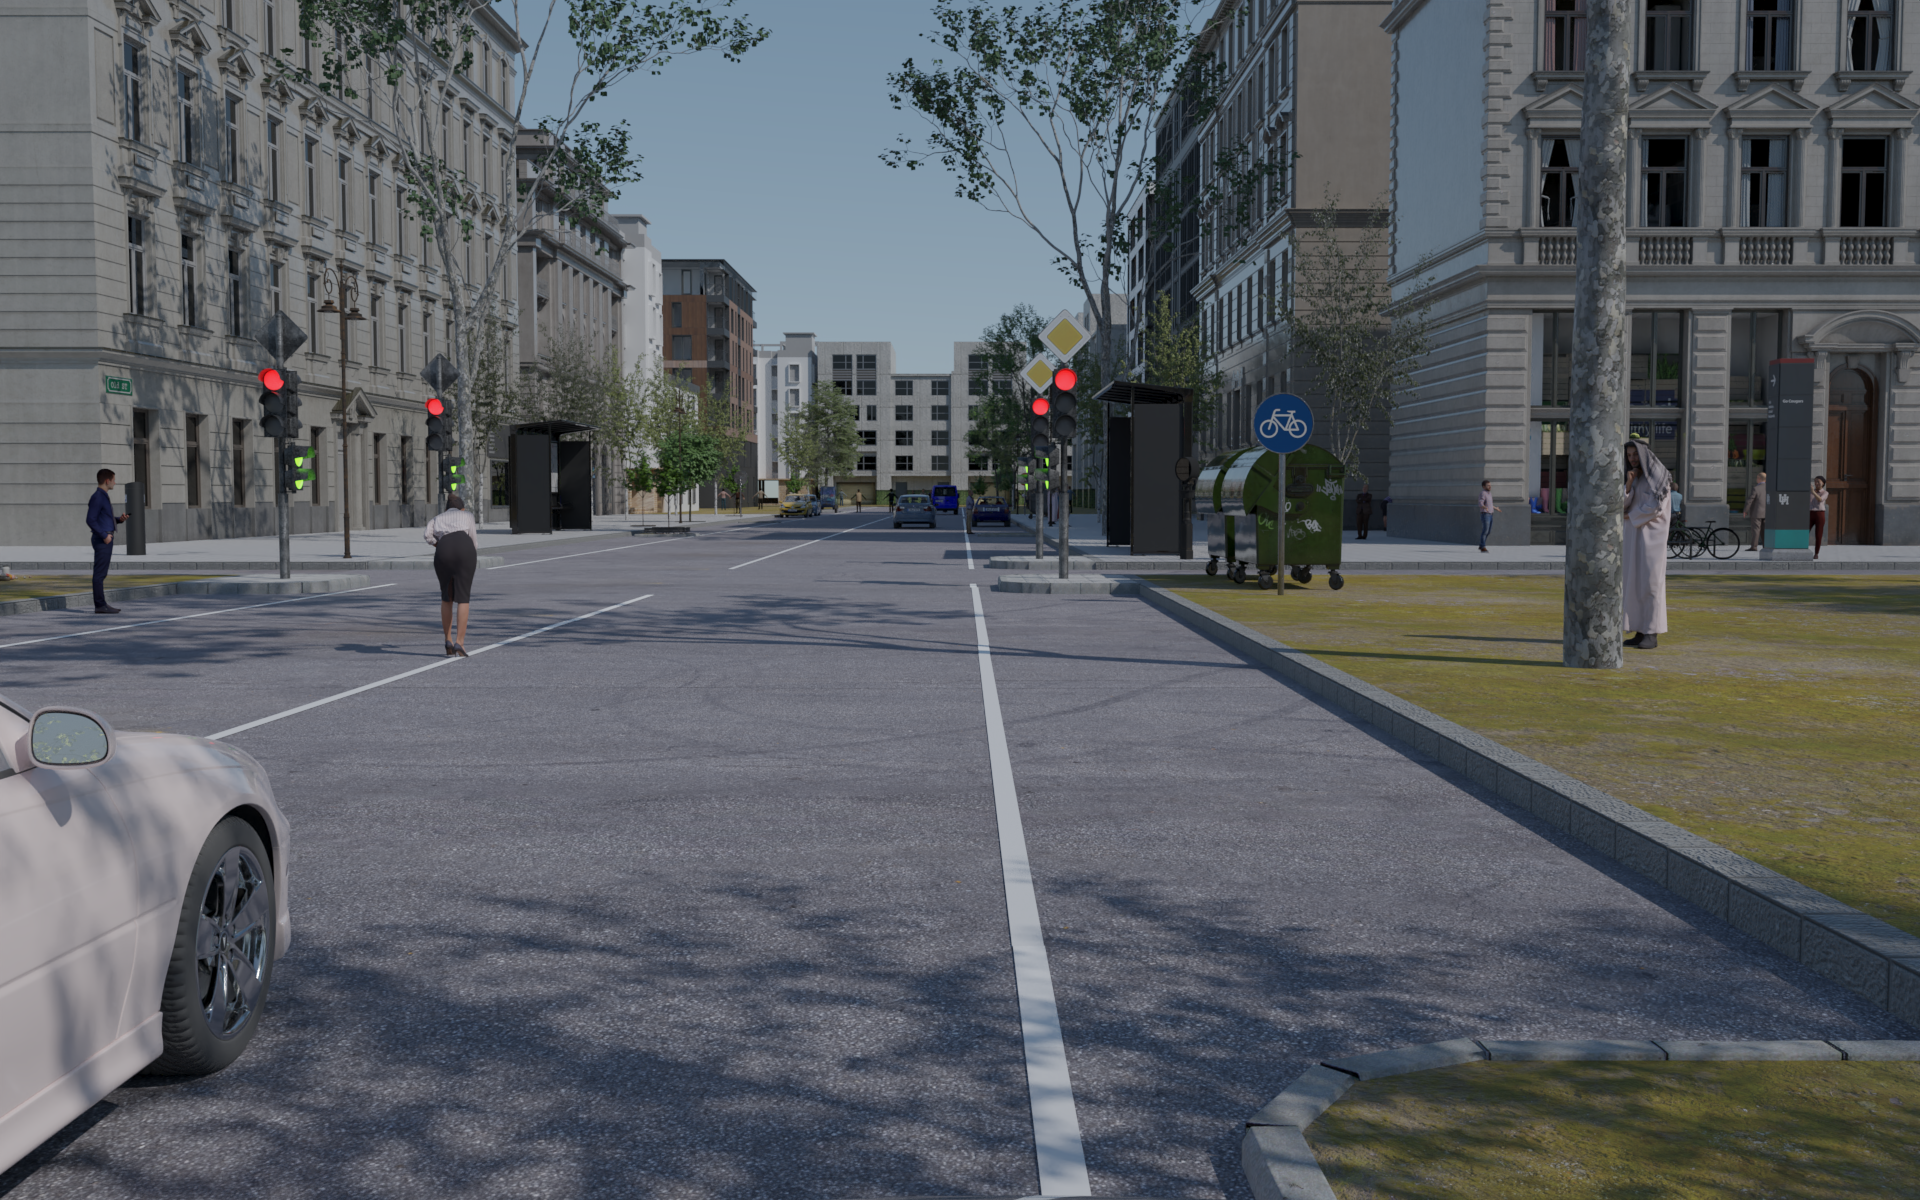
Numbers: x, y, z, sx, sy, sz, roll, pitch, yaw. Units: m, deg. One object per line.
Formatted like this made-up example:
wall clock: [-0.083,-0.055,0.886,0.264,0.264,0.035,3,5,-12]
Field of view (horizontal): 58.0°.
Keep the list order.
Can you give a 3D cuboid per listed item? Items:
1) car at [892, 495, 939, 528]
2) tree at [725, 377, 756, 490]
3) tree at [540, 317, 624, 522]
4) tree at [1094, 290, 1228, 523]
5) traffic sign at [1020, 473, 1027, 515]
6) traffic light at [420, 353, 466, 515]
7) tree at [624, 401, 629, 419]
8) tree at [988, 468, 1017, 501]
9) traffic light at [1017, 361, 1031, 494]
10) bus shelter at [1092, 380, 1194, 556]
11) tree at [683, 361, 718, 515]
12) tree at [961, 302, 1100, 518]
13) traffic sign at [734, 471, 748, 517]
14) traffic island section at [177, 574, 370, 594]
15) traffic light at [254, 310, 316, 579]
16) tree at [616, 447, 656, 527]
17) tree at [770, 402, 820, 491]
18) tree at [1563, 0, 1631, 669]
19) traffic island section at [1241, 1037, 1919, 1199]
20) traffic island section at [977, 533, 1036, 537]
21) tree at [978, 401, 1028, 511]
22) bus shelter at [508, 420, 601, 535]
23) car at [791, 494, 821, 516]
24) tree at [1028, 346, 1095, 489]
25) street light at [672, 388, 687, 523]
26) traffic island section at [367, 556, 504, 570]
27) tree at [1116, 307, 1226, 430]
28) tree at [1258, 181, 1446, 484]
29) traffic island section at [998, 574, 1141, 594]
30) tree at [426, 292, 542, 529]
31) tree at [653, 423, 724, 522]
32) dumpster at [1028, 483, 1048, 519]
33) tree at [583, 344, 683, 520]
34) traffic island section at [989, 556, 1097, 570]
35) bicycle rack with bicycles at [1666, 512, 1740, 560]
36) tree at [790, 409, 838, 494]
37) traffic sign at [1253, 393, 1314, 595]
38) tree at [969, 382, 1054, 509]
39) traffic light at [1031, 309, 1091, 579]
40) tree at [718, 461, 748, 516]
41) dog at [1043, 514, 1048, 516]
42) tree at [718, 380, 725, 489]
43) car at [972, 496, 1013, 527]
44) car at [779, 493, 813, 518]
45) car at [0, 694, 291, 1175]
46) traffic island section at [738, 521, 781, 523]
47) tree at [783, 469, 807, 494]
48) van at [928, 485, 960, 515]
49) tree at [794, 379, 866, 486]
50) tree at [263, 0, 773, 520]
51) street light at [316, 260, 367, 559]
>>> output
car: [-1.899,-3.756,73.408,2.014,1.417,4.499,0,4,0]
tree: [-14.739,-9.521,106.031,4.737,8.622,4.395,0,3,0]
tree: [-16.707,-7.423,71.734,4.360,8.622,3.978,0,3,0]
tree: [7.767,-6.826,61.974,4.737,8.622,4.395,0,3,0]
traffic sign: [3.930,-6.401,104.767,0.768,2.556,0.104,0,4,6]
traffic light: [-10.209,-2.744,34.112,0.839,4.213,0.868,0,3,0]
tree: [-17.041,-7.896,79.462,4.360,8.622,3.978,0,3,0]
tree: [4.776,-12.434,187.017,4.285,4.588,4.351,0,3,0]
traffic light: [1.552,-2.745,34.127,0.839,4.213,0.868,0,3,0]
bus shelter: [4.048,-2.912,38.898,1.731,3.624,6.357,0,3,0]
tree: [-15.120,-8.534,89.897,4.737,8.622,4.395,0,3,0]
tree: [4.187,-10.350,94.973,9.928,11.665,9.643,0,3,0]
traffic sign: [-12.008,-5.793,94.828,0.768,2.556,0.104,0,4,7]
traffic island section: [-10.250,-0.243,26.260,2.009,0.180,2.903,0,3,0]
traffic light: [-10.210,-2.256,26.127,0.839,4.213,0.868,0,3,0]
tree: [-12.548,-4.539,68.819,1.663,3.219,1.824,0,3,0]
tree: [-13.101,-11.424,137.141,4.737,8.622,4.395,0,3,0]
tree: [5.858,-9.508,11.351,12.611,20.169,13.585,0,3,0]
traffic island section: [1.591,1.197,3.302,1.991,0.108,1.994,0,3,0]
traffic island section: [1.587,-2.204,58.904,1.991,0.108,1.994,0,3,0]
tree: [3.761,-10.994,130.113,4.737,8.622,4.395,0,3,0]
bus shelter: [-13.426,-4.065,57.740,1.731,3.624,6.357,0,4,0]
car: [-10.152,-6.251,114.209,2.014,1.417,4.499,0,4,0]
tree: [6.402,-7.789,77.709,4.737,8.622,4.395,0,3,0]
street light: [-12.232,-6.292,75.659,0.468,5.910,1.993,0,3,0]
traffic island section: [-10.249,-0.732,34.245,2.009,0.180,2.903,0,3,0]
tree: [8.207,-7.166,67.533,4.360,8.622,3.978,0,3,0]
tree: [9.364,-5.581,41.610,4.360,8.622,3.978,0,3,0]
traffic island section: [1.591,-0.243,26.254,2.009,0.180,2.903,0,3,0]
tree: [-17.666,-6.928,63.631,4.360,8.622,3.978,0,3,0]
tree: [-12.469,-5.853,79.416,4.285,4.588,4.351,0,3,0]
dumpster: [4.147,-5.108,89.268,1.264,1.857,1.865,0,3,0]
tree: [-16.348,-8.212,84.630,4.737,8.622,4.395,0,3,0]
traffic island section: [1.592,-0.731,34.239,2.009,0.180,2.903,0,3,0]
bicycle rack with bicycles: [14.097,-1.304,34.698,2.925,0.926,2.852,3,4,38]
tree: [-12.947,-12.163,149.220,4.360,8.622,3.978,0,3,0]
traffic sign: [4.067,-1.332,21.884,0.768,2.556,0.104,0,4,1]
tree: [4.383,-12.876,144.943,8.767,10.594,7.601,2,4,24]
traffic light: [1.551,-2.257,26.142,0.839,4.213,0.868,0,3,0]
tree: [-12.910,-6.434,99.794,1.663,3.219,1.824,0,3,0]
dog: [4.797,-4.987,99.268,0.550,0.427,0.748,-1,4,-9]
tree: [-16.743,-9.257,101.712,4.737,8.622,4.395,0,3,0]
car: [1.367,-3.922,76.698,1.945,1.354,3.894,0,4,1]
car: [-10.041,-5.866,106.140,2.015,1.641,3.980,0,4,1]
car: [-2.685,0.582,2.842,2.083,1.381,4.827,0,4,-2]
traffic island section: [-9.911,-3.861,85.994,1.991,0.108,1.994,0,3,0]
tree: [-12.827,-8.465,133.006,1.663,3.219,1.824,0,3,0]
van: [-1.094,-7.146,121.226,2.240,2.365,5.245,0,4,-1]
tree: [-12.926,-15.504,171.621,7.486,12.596,7.792,0,3,0]
tree: [-11.611,-11.465,43.344,12.611,20.169,13.585,0,3,0]
street light: [-12.214,-3.766,34.355,0.468,5.910,1.993,0,3,0]
